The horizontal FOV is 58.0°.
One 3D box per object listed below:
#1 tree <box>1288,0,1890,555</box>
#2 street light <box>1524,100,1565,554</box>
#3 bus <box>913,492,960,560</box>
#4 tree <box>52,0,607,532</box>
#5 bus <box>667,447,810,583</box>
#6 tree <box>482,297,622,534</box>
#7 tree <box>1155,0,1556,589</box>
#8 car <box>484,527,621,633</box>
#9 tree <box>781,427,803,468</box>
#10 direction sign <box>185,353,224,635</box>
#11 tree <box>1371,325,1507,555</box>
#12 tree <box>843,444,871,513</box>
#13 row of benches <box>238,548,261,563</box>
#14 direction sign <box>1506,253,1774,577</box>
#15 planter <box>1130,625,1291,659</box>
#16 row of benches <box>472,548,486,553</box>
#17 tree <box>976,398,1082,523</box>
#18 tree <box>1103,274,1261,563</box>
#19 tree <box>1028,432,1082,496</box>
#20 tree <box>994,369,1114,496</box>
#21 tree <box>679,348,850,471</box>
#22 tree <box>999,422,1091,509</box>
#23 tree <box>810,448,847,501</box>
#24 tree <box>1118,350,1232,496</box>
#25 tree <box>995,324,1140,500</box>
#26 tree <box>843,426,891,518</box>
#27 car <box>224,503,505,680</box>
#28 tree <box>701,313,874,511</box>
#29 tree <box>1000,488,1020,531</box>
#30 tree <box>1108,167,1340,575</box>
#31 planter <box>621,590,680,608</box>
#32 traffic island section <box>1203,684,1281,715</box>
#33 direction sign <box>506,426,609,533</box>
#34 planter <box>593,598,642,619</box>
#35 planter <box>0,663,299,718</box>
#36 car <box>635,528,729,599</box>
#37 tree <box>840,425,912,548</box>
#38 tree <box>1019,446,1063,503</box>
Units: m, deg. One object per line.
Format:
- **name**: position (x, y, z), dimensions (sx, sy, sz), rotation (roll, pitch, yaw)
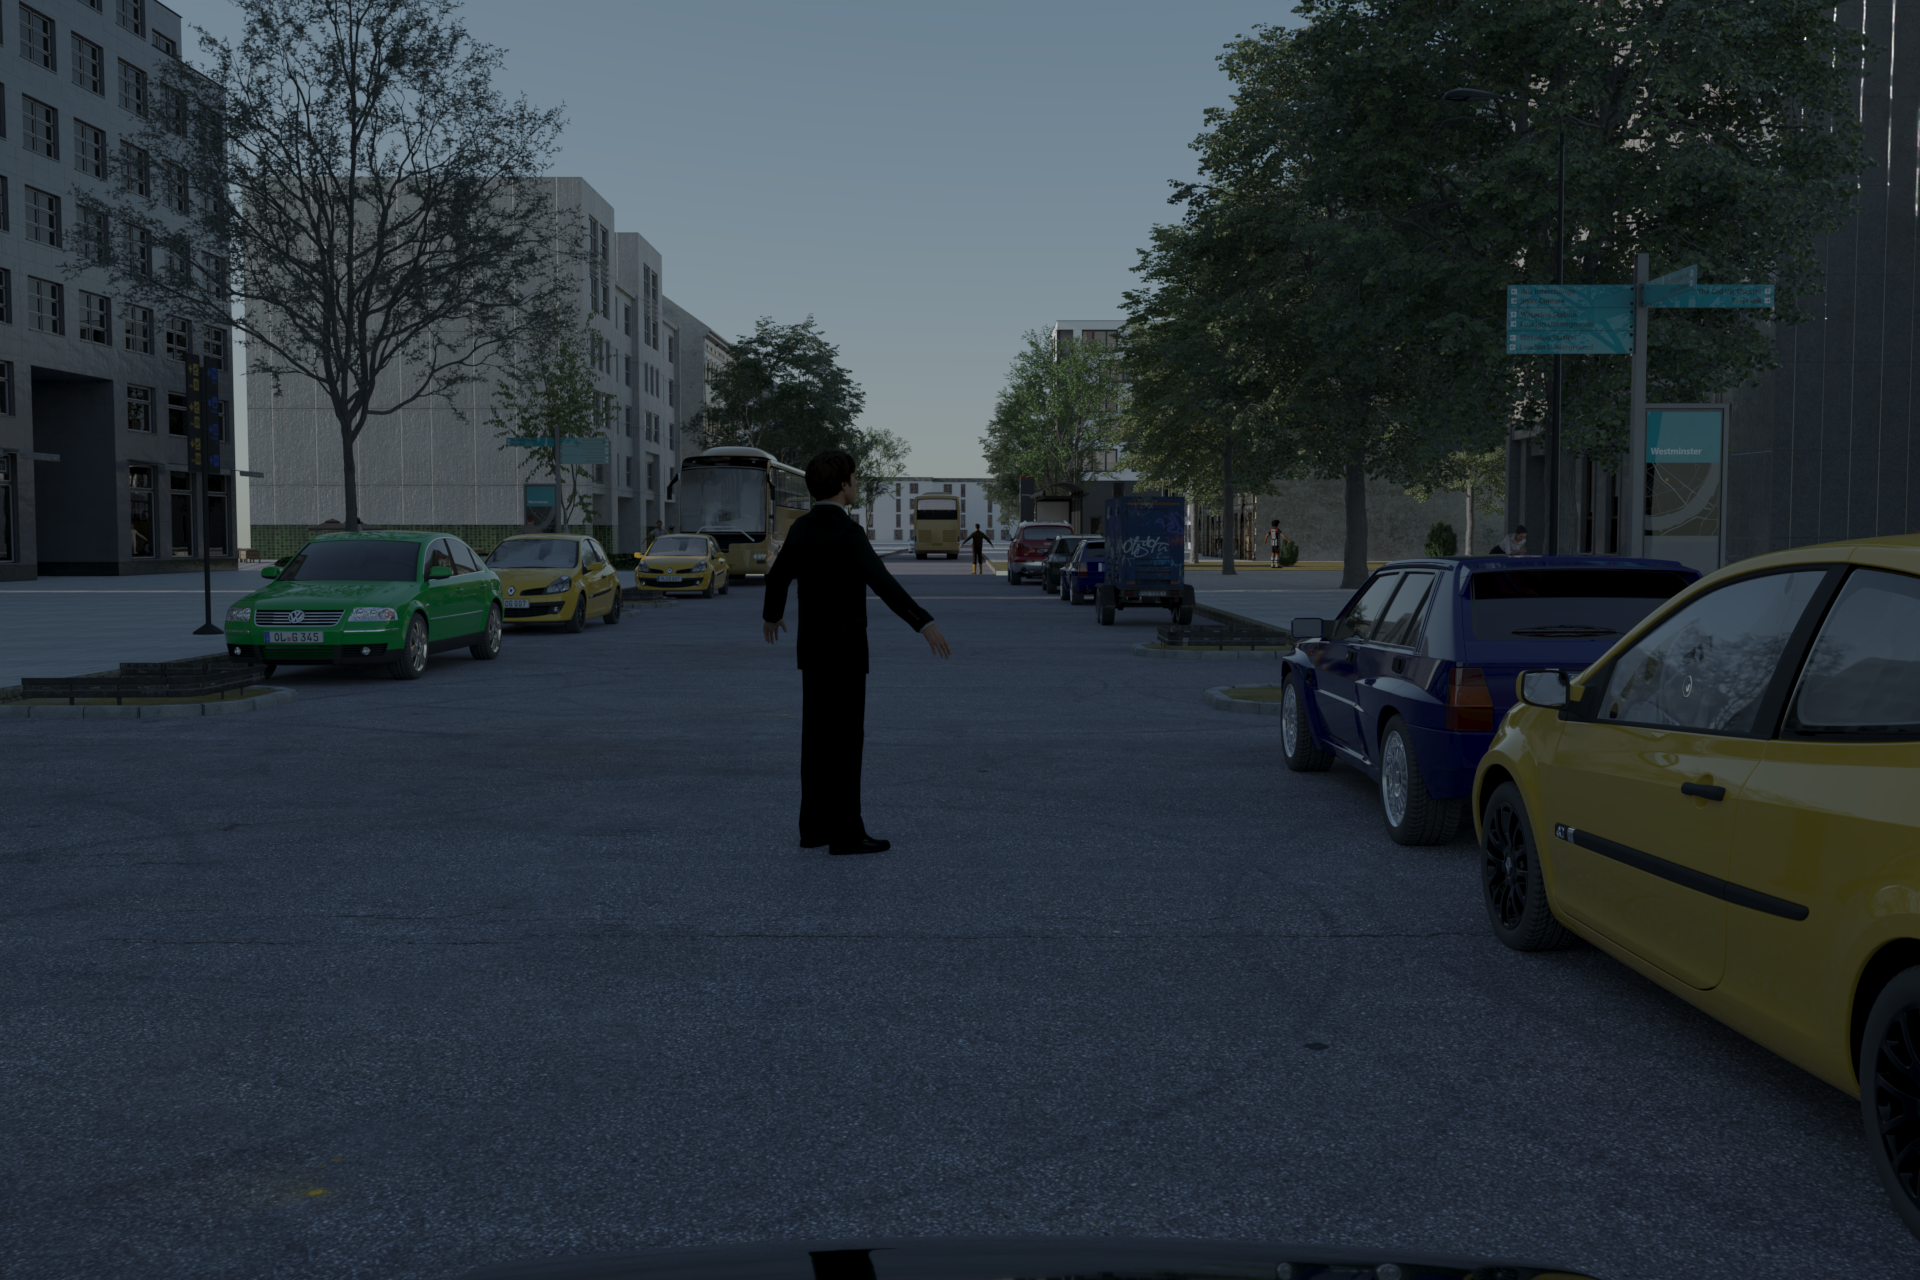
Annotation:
- **tree**: position (9.366, -7.332, 26.528), dimensions (9.857, 13.997, 8.962), rotation (0, 3, 0)
- **street light**: position (6.828, -2.794, 18.221), dimensions (1.470, 5.913, 1.316), rotation (0, 4, 0)
- **bus**: position (-1.346, -6.658, 100.412), dimensions (2.896, 3.916, 12.252), rotation (0, 4, -1)
- **tree**: position (-12.276, -7.601, 34.648), dimensions (12.009, 13.543, 11.850), rotation (0, 3, 0)
- **bus**: position (-6.348, -3.719, 52.346), dimensions (2.896, 3.916, 12.252), rotation (0, 4, 0)
- **tree**: position (-12.280, -6.294, 53.267), dimensions (4.737, 8.622, 4.395), rotation (0, 3, 0)
- **tree**: position (9.259, -8.170, 40.242), dimensions (9.857, 13.997, 8.962), rotation (0, 3, 0)
- **car**: position (-6.301, -0.978, 26.222), dimensions (2.015, 1.641, 3.980), rotation (0, 4, 0)
- **tree**: position (-9.599, -9.664, 108.373), dimensions (4.737, 8.622, 4.395), rotation (0, 3, 0)
- **direction sign**: position (-9.639, -1.842, 22.115), dimensions (0.379, 3.537, 0.876), rotation (0, 3, 0)
- **tree**: position (20.538, -9.338, 70.811), dimensions (7.486, 12.596, 7.792), rotation (0, 3, 0)
- **tree**: position (-8.983, -10.896, 128.517), dimensions (4.737, 8.622, 4.395), rotation (0, 3, 0)
- **row of benches**: position (-32.395, -3.830, 78.082), dimensions (1.422, 0.672, 4.104), rotation (-3, 4, -37)
- **direction sign**: position (6.484, -1.669, 16.053), dimensions (2.525, 3.948, 1.411), rotation (0, 4, 1)
- **planter**: position (3.074, 0.019, 20.823), dimensions (1.991, 0.319, 1.994), rotation (0, 4, 0)
- **row of benches**: position (-21.889, -3.792, 77.458), dimensions (4.104, 0.672, 1.422), rotation (0, 4, -1)
- **tree**: position (6.090, -14.981, 151.596), dimensions (9.857, 13.997, 8.962), rotation (0, 3, 0)
- **tree**: position (10.185, -9.647, 75.850), dimensions (7.486, 12.596, 7.792), rotation (0, 3, 0)
- **tree**: position (5.707, -10.238, 117.757), dimensions (4.360, 8.622, 3.978), rotation (0, 3, 0)
- **tree**: position (5.786, -10.944, 104.684), dimensions (9.928, 11.665, 9.643), rotation (0, 3, 0)
- **tree**: position (-9.637, -9.293, 86.352), dimensions (8.767, 10.594, 7.601), rotation (-1, 4, -13)
- **tree**: position (6.731, -12.131, 132.760), dimensions (8.767, 10.594, 7.601), rotation (3, 5, 45)
- **tree**: position (-10.040, -10.119, 115.812), dimensions (4.360, 8.622, 3.978), rotation (0, 3, 0)
- **tree**: position (7.836, -6.887, 62.961), dimensions (4.737, 8.622, 4.395), rotation (0, 3, 0)
- **tree**: position (5.638, -9.793, 85.869), dimensions (9.928, 11.665, 9.643), rotation (0, 3, 0)
- **tree**: position (-9.193, -12.611, 140.596), dimensions (7.601, 10.594, 8.767), rotation (-3, 5, -42)
- **car**: position (-6.195, -0.589, 18.429), dimensions (1.959, 1.807, 4.718), rotation (0, 4, 0)
- **tree**: position (-9.845, -11.767, 99.052), dimensions (9.857, 13.997, 8.962), rotation (0, 3, 0)
- **tree**: position (5.608, -13.247, 166.945), dimensions (4.737, 8.622, 4.395), rotation (0, 3, 0)
- **tree**: position (8.315, -8.306, 53.923), dimensions (7.486, 12.596, 7.792), rotation (0, 3, 0)
- **planter**: position (-6.645, -0.812, 34.410), dimensions (1.991, 0.319, 1.994), rotation (0, 3, 0)
- **traffic island section**: position (3.090, 0.506, 14.594), dimensions (1.991, 0.108, 1.994), rotation (0, 4, 0)
- **direction sign**: position (-9.907, -3.336, 43.312), dimensions (2.525, 3.948, 1.411), rotation (0, 4, 0)
- **planter**: position (-6.644, -0.556, 30.236), dimensions (1.991, 0.319, 1.994), rotation (0, 4, 1)
- **planter**: position (-6.705, 0.408, 14.472), dimensions (1.991, 0.319, 1.994), rotation (0, 4, 1)
- **car**: position (-6.350, -1.804, 39.714), dimensions (2.015, 1.641, 3.980), rotation (0, 4, 0)
- **tree**: position (-8.681, -14.601, 164.486), dimensions (9.928, 11.665, 9.643), rotation (0, 3, 0)
- **tree**: position (6.187, -11.732, 142.174), dimensions (4.360, 8.622, 3.978), rotation (0, 3, 0)
